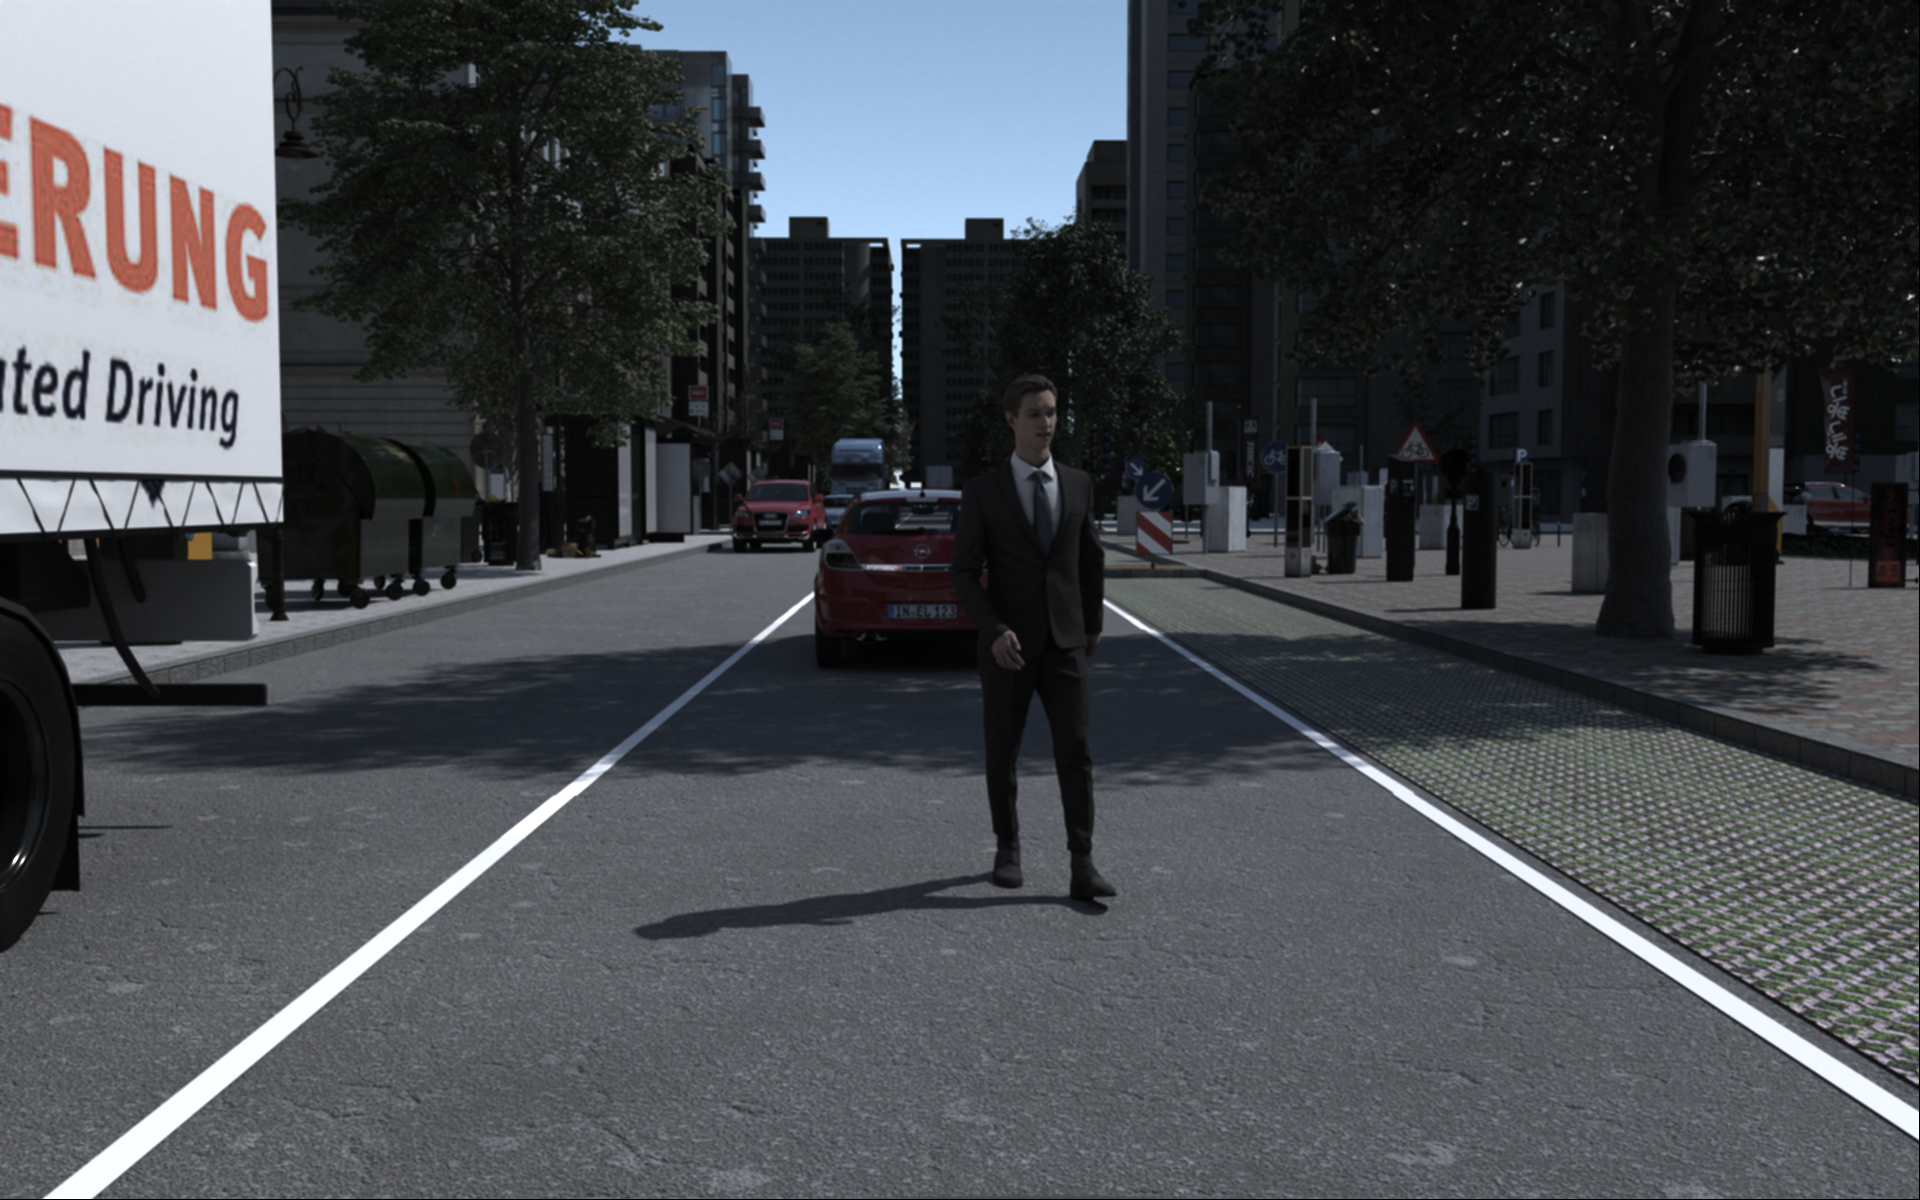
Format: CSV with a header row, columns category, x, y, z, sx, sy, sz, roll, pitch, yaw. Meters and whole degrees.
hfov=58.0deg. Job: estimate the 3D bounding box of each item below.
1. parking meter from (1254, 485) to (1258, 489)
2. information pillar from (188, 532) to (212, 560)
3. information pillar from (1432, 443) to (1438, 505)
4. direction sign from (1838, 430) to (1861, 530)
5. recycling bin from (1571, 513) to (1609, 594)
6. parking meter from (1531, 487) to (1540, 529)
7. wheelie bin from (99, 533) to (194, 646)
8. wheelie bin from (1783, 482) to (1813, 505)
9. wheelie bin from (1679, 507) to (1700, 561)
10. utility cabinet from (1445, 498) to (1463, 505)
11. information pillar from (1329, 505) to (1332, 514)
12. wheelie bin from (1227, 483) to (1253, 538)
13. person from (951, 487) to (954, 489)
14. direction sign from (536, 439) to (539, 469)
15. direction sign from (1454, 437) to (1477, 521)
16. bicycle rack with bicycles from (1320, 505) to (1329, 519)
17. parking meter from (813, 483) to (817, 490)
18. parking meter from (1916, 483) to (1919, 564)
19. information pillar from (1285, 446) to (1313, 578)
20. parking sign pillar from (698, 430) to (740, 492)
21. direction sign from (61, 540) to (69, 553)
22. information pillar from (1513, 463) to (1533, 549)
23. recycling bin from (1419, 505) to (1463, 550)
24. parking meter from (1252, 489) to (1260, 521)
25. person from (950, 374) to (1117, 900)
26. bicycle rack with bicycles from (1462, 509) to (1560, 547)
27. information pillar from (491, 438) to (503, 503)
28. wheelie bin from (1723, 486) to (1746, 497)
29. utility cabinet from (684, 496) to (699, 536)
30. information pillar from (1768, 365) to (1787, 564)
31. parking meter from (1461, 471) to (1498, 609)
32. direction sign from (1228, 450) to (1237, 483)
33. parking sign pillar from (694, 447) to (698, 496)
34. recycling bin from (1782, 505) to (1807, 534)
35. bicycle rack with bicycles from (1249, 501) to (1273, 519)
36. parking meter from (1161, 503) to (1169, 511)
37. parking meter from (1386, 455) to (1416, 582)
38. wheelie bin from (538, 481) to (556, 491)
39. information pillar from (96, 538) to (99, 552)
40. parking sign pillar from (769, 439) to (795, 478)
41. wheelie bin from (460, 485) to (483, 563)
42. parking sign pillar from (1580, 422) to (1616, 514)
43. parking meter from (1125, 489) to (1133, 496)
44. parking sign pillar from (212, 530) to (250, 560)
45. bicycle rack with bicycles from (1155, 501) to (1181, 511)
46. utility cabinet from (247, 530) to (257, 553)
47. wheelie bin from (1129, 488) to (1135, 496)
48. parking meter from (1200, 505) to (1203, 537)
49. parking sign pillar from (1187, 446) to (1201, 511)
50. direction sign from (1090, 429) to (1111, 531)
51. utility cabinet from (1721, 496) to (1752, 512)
category,x,y,z,sx,sy,sz,roll,pitch,yaw
parking meter,18.736,-6.330,109.210,0.399,1.863,0.255,2,4,27
information pillar,-7.500,-1.557,16.806,0.183,3.616,0.504,2,4,28
information pillar,21.873,-5.406,79.736,0.183,3.616,0.504,0,4,-6
direction sign,31.539,-4.262,61.684,0.876,3.537,0.379,1,4,13
recycling bin,8.443,-0.609,22.516,0.722,1.027,0.722,3,5,44
parking meter,21.276,-3.406,64.100,0.372,1.533,0.369,0,3,0
wheelie bin,-7.027,-0.425,14.863,0.980,1.594,0.693,-1,4,-14
wheelie bin,21.803,-2.293,45.393,0.980,1.594,0.693,2,4,26
wheelie bin,14.001,-1.571,33.586,0.693,1.594,0.980,2,4,34
utility cabinet,25.270,-4.718,88.298,1.020,1.237,0.306,2,4,25
information pillar,14.378,-3.799,66.598,0.304,2.012,0.304,1,4,19
wheelie bin,8.134,-2.641,51.095,0.980,1.594,0.693,-1,4,-22
person,-0.416,-5.126,92.411,0.767,1.812,0.694,2,4,28
direction sign,-17.644,-4.905,72.197,0.379,3.537,0.876,-1,4,-22
direction sign,19.943,-4.677,68.464,0.876,3.537,0.379,1,4,8
bicycle rack with bicycles,17.936,-4.461,86.321,2.925,0.926,2.852,-3,5,-43
parking meter,-7.673,-5.206,90.834,0.255,1.863,0.399,1,4,19
parking meter,17.660,-1.415,31.553,0.372,1.533,0.369,0,3,0
information pillar,5.220,-1.358,26.694,0.304,2.012,0.304,-3,5,-43
parking sign pillar,-9.920,-5.156,72.771,1.447,3.967,1.447,-2,4,-35
direction sign,-9.674,-1.630,18.655,0.876,3.537,0.379,-1,4,-11
information pillar,13.173,-2.206,40.555,0.304,2.012,0.304,-1,4,-14
recycling bin,11.138,-1.685,40.111,0.722,1.027,0.722,-2,4,-35
parking meter,14.092,-4.533,82.532,0.372,1.533,0.369,0,3,0
person,0.303,0.128,6.187,0.659,1.850,0.755,-1,4,-16
bicycle rack with bicycles,13.540,-1.802,42.844,2.852,0.926,2.925,0,4,-2
information pillar,-18.894,-4.855,70.733,0.504,3.616,0.183,0,4,-5
wheelie bin,30.018,-3.620,67.097,0.693,1.594,0.980,-2,4,-33
utility cabinet,-8.607,-2.598,53.637,1.020,1.237,0.306,-2,4,-26
information pillar,14.805,-2.455,31.501,0.504,3.616,0.183,-2,4,-29
parking meter,5.817,-0.672,19.393,0.372,1.533,0.369,0,3,0
direction sign,14.214,-6.003,90.149,0.876,3.537,0.379,-3,5,-43
parking sign pillar,-14.477,-6.747,98.782,1.447,3.967,1.447,0,4,-7
recycling bin,19.398,-1.728,40.809,0.722,1.027,0.722,-1,4,-13
bicycle rack with bicycles,14.672,-4.586,88.366,2.925,0.926,2.852,-1,4,-21
parking meter,10.647,-4.983,89.884,0.372,1.533,0.369,0,3,0
parking meter,6.487,-1.209,25.474,0.255,1.863,0.399,-1,4,-20
wheelie bin,-10.442,-2.170,43.385,0.693,1.594,0.980,0,4,1
information pillar,-17.218,-2.653,34.730,0.183,3.616,0.504,2,4,24
parking sign pillar,-8.806,-5.952,85.793,1.447,3.967,1.447,2,4,34
wheelie bin,-9.321,-1.489,32.255,0.980,1.594,0.693,2,4,28
parking sign pillar,22.893,-4.489,61.869,1.447,3.967,1.447,-1,4,-9
parking meter,7.875,-4.423,80.725,0.372,1.533,0.369,0,3,0
parking sign pillar,-14.544,-2.751,33.454,1.447,3.967,1.447,0,4,-1
bicycle rack with bicycles,12.779,-5.493,103.187,2.925,0.926,2.852,0,4,5
utility cabinet,-15.622,-1.605,37.400,0.306,1.237,1.020,3,5,44
wheelie bin,9.264,-5.167,92.388,0.980,1.594,0.693,2,4,34
parking meter,7.341,-2.635,51.489,0.372,1.533,0.369,0,3,0
parking sign pillar,12.458,-6.288,91.288,1.447,3.967,1.447,-1,4,-11
direction sign,4.879,-4.178,60.312,0.876,3.537,0.379,3,5,41
utility cabinet,21.638,-2.271,48.297,1.020,1.237,0.306,-2,4,-34
